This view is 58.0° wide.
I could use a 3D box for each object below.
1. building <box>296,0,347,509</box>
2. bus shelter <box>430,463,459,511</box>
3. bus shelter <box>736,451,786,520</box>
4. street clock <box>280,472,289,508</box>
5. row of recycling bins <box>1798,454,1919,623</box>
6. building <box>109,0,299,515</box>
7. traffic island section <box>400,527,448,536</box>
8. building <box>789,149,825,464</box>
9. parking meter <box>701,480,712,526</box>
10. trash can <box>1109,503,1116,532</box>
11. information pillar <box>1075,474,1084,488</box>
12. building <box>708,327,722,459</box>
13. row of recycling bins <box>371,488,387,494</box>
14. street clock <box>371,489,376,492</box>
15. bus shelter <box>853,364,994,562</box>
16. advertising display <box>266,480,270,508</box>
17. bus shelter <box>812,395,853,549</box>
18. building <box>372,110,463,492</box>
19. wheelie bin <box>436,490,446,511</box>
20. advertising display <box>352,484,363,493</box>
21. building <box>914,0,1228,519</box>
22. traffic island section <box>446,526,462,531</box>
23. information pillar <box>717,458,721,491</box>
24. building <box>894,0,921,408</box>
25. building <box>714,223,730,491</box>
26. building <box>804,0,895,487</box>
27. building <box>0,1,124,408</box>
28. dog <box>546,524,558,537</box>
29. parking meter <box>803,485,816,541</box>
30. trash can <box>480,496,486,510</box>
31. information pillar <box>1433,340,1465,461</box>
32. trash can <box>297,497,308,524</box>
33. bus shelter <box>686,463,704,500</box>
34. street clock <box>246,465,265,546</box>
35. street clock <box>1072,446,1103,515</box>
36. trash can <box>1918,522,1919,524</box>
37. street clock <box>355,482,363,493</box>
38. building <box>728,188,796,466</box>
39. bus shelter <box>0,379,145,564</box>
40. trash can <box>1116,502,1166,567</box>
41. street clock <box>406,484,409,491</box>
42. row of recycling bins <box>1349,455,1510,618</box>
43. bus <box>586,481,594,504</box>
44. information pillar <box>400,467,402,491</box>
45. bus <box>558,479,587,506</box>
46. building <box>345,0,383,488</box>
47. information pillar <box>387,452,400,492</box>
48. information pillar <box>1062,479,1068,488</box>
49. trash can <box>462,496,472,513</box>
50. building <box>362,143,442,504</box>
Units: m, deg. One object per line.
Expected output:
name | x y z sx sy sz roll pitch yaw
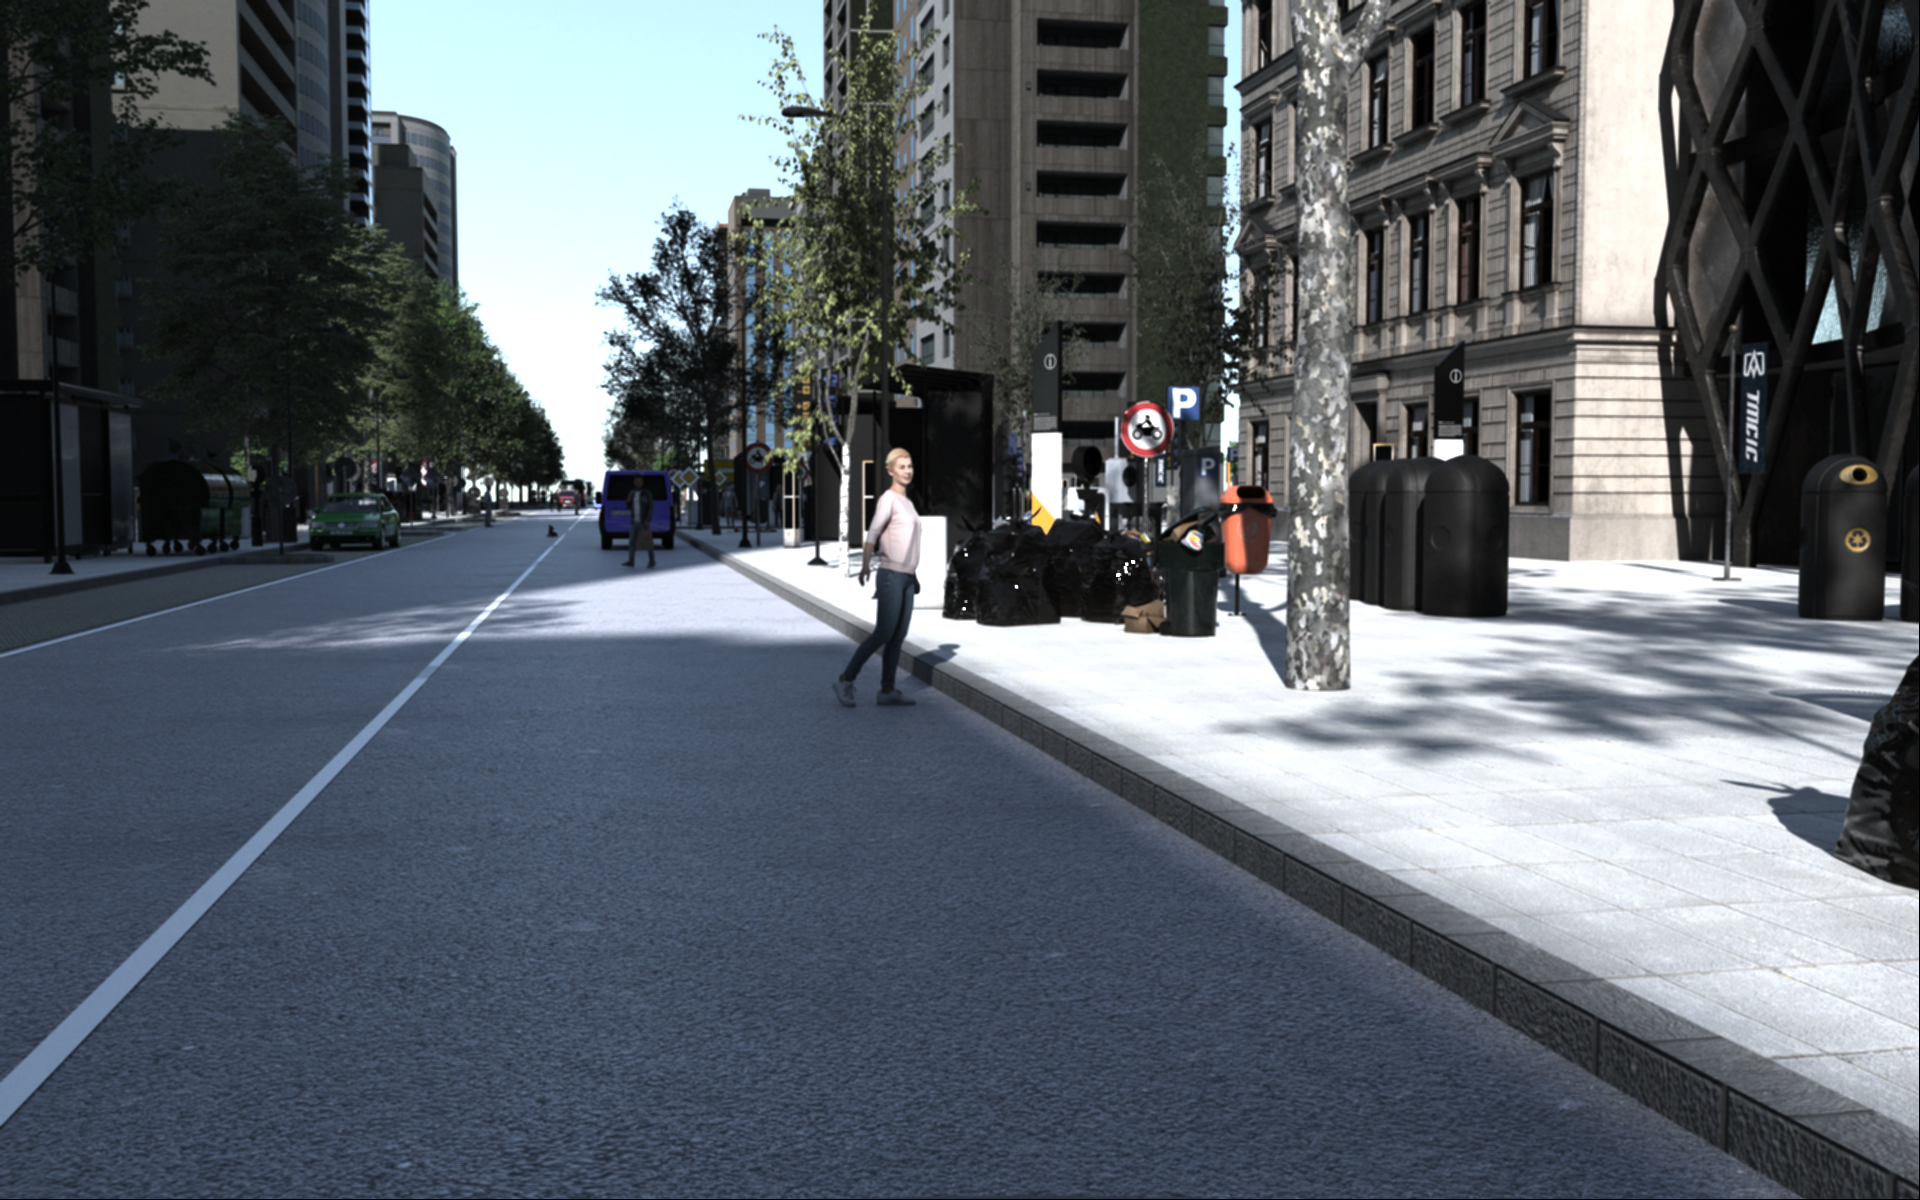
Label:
building | -65.475 -37.115 148.823 21.231 58.520 28.212 -1 4 -12
bus shelter | -39.035 -8.576 131.499 1.731 3.624 6.357 -1 4 -12
bus shelter | -9.355 -5.372 81.762 2.014 3.302 5.546 -1 4 -12
street clock | -22.344 -3.215 57.130 0.471 2.002 0.358 2 4 34
row of recycling bins | 10.185 -0.609 17.070 3.534 1.692 1.069 3 4 38
building | -55.225 -29.781 110.623 21.300 48.544 21.600 -1 4 -12
traffic island section | -19.057 -2.316 60.147 2.009 0.180 2.903 -1 4 -12
building | -5.940 -30.956 198.006 32.217 40.220 23.993 -1 4 -12
parking meter | -10.306 -3.967 70.565 0.399 1.863 0.255 1 4 21
trash can | 4.734 -2.576 53.764 0.748 1.137 0.748 0 3 0
information pillar | 3.773 -3.002 53.577 0.304 2.012 0.304 -3 5 -44
building | -36.264 -32.135 297.105 14.160 30.474 14.107 -1 4 -12
row of recycling bins | -41.219 -6.973 121.118 3.534 1.692 1.069 3 4 37
street clock | -36.167 -6.256 106.858 0.358 2.002 0.471 1 4 21
bus shelter | -0.766 -2.640 34.447 1.731 3.624 6.357 -1 4 -12
advertising display | -30.896 -4.434 77.712 0.123 1.923 0.974 -3 5 -39
bus shelter | -2.870 -3.194 43.501 1.731 3.624 6.357 -1 4 -12
building | -88.784 -44.257 265.607 21.231 58.520 28.212 -1 4 -12
wheelie bin | -38.285 -7.340 127.910 0.693 1.594 0.980 0 4 -4
advertising display | -39.710 -6.673 114.315 0.974 1.923 0.123 0 4 -1
building | 5.565 -19.746 94.556 14.107 30.474 14.160 -1 4 -12
traffic island section | -20.662 -2.794 67.970 2.009 0.180 2.903 -1 4 -12
information pillar | -15.805 -7.352 111.552 0.504 3.616 0.183 1 4 11
building | 3.689 -28.287 112.605 14.600 45.320 14.200 -1 4 -12
building | -27.773 -37.963 275.322 22.147 44.769 28.867 -1 4 -12
building | -1.558 -42.714 136.627 20.563 71.187 20.611 -1 4 -12
building | -49.692 -19.034 82.912 14.160 30.474 14.107 -1 4 -12
dog | -13.742 -2.315 58.051 0.550 0.427 0.748 0 4 8
parking meter | -4.121 -2.402 47.688 0.372 1.533 0.369 0 3 0
trash can | -37.344 -7.609 136.063 0.748 1.137 0.748 0 3 0
information pillar | 7.425 -2.138 26.313 0.504 3.616 0.183 -1 4 -19
trash can | -28.609 -3.869 74.912 0.748 1.137 0.748 0 3 0
bus shelter | -17.666 -7.544 117.275 2.014 3.302 5.546 -1 4 -12
street clock | -17.292 -2.324 42.562 0.471 2.002 0.358 3 4 36
street clock | 1.915 -1.319 26.139 0.358 2.002 0.471 3 5 43
trash can | 5.321 0.170 8.881 0.748 1.137 0.748 0 3 0
street clock | -37.431 -6.320 107.895 0.358 2.002 0.471 2 4 28
building | -26.422 -36.910 253.593 14.600 45.320 14.200 -1 4 -12
bus shelter | -17.832 -3.386 32.995 2.179 5.291 8.768 -1 4 -11
trash can | 3.258 -1.159 30.606 0.748 1.137 0.748 0 3 0
street clock | -36.709 -6.772 115.295 0.358 2.002 0.471 -2 4 -26
row of recycling bins | 5.204 -0.767 19.649 1.069 1.692 3.534 0 4 -4
bus | -53.374 -15.322 245.369 2.948 3.499 13.247 -1 4 -10
information pillar | -42.969 -8.646 132.720 0.504 3.616 0.183 1 4 15
bus | -44.565 -12.544 199.958 2.948 3.499 13.247 -1 4 -10
building | -71.590 -52.906 177.681 22.319 86.520 31.000 -1 4 -12
information pillar | -29.485 -6.026 89.874 0.504 3.616 0.183 1 4 8
information pillar | 5.218 -5.053 87.107 0.304 2.012 0.304 -1 4 -19
trash can | -33.112 -6.414 116.525 0.748 1.137 0.748 0 3 0
building | -84.570 -37.780 241.397 21.300 48.544 21.600 -1 4 -12
